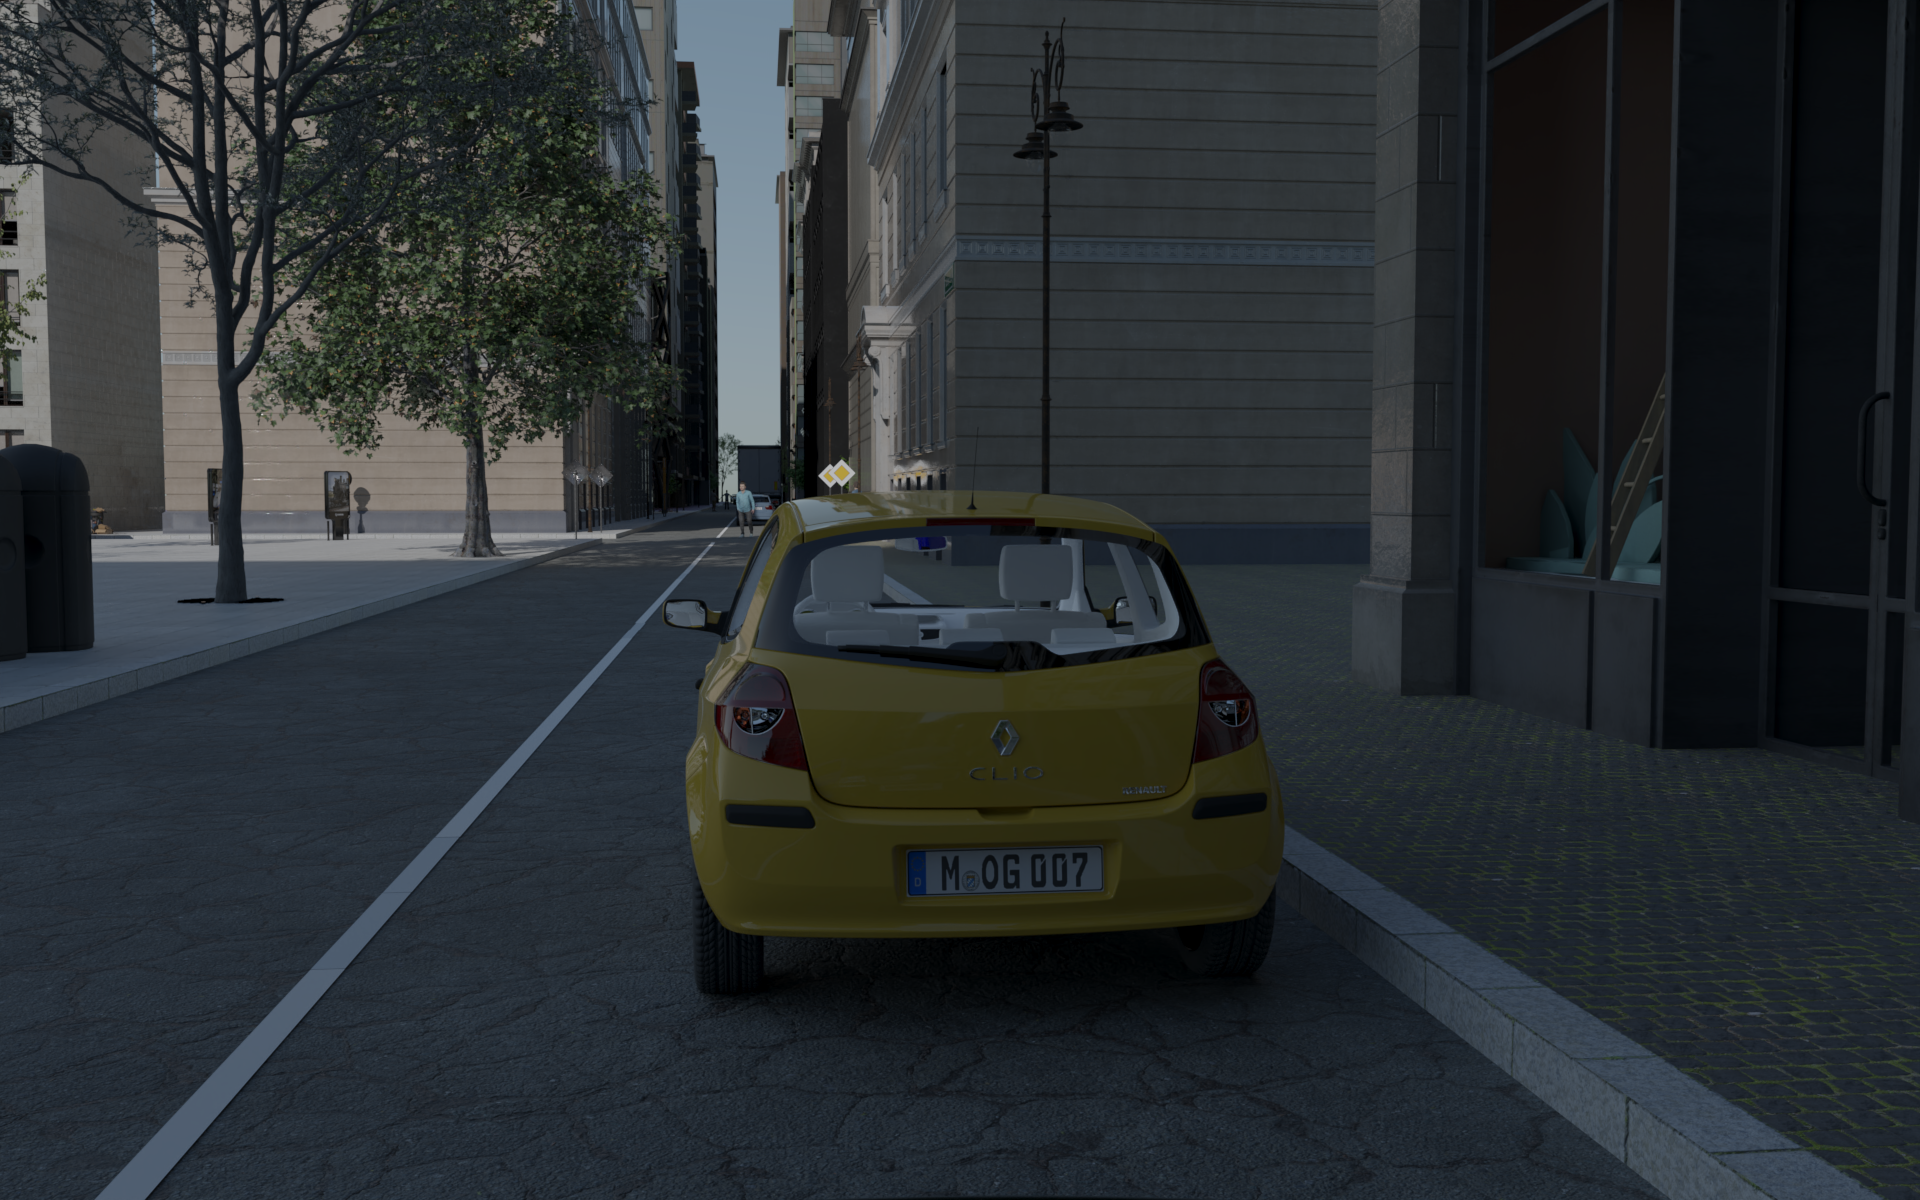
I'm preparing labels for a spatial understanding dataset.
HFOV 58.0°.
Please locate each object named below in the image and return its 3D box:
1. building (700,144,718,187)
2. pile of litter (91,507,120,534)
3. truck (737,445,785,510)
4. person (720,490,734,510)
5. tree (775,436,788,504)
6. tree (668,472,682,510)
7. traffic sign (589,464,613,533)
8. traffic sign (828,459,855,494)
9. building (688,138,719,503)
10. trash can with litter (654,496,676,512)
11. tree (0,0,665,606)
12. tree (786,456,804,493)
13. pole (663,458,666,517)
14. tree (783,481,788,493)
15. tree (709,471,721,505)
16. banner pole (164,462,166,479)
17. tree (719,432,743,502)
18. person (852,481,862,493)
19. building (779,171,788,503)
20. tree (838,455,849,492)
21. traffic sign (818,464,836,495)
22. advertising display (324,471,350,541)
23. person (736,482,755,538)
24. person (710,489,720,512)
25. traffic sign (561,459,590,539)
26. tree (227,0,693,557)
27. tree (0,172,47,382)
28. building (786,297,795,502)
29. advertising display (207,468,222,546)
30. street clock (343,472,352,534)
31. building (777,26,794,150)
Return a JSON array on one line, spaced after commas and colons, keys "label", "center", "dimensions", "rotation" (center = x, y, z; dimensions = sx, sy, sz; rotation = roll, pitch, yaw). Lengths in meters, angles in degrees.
[{"label": "building", "center": [-51.094, -41.148, 262.014], "dimensions": [28.713, 52.752, 27.495], "rotation": [0, 4, -7]}, {"label": "pile of litter", "center": [-27.531, -2.519, 55.143], "dimensions": [1.719, 0.858, 1.176], "rotation": [0, 4, 6]}, {"label": "truck", "center": [-11.999, -7.070, 104.506], "dimensions": [2.839, 4.237, 11.283], "rotation": [0, 4, -5]}, {"label": "person", "center": [-21.435, -9.221, 159.249], "dimensions": [1.348, 1.826, 0.705], "rotation": [0, 4, -2]}, {"label": "tree", "center": [-22.605, -16.608, 221.899], "dimensions": [4.737, 8.622, 4.395], "rotation": [0, 3, 0]}, {"label": "tree", "center": [-21.555, -8.234, 129.233], "dimensions": [1.663, 3.219, 1.824], "rotation": [0, 3, 0]}, {"label": "traffic sign", "center": [-11.837, -3.270, 57.106], "dimensions": [0.795, 2.450, 0.064], "rotation": [0, 4, -7]}, {"label": "traffic sign", "center": [-3.413, -2.837, 50.030], "dimensions": [0.795, 2.450, 0.064], "rotation": [0, 4, -7]}, {"label": "building", "center": [-44.327, -37.588, 238.264], "dimensions": [21.300, 48.544, 21.600], "rotation": [0, 4, -7]}, {"label": "trash can with litter", "center": [-21.541, -6.948, 124.662], "dimensions": [2.233, 1.210, 1.678], "rotation": [1, 4, 11]}, {"label": "tree", "center": [-8.468, -6.710, 20.084], "dimensions": [12.009, 13.543, 11.850], "rotation": [0, 3, 0]}, {"label": "tree", "center": [-11.992, -9.262, 135.146], "dimensions": [4.285, 4.588, 4.351], "rotation": [0, 3, 0]}, {"label": "pole", "center": [-16.644, -6.341, 97.510], "dimensions": [0.158, 3.312, 0.155], "rotation": [0, 3, 0]}, {"label": "tree", "center": [-21.337, -13.611, 217.139], "dimensions": [1.663, 3.219, 1.824], "rotation": [0, 3, 0]}, {"label": "tree", "center": [-30.606, -13.751, 208.541], "dimensions": [4.285, 4.588, 4.351], "rotation": [0, 3, 0]}, {"label": "banner pole", "center": [-44.349, -6.527, 96.739], "dimensions": [0.863, 3.779, 0.401], "rotation": [0, 4, 4]}, {"label": "tree", "center": [-39.663, -22.263, 289.748], "dimensions": [9.928, 11.665, 9.643], "rotation": [0, 3, 0]}, {"label": "person", "center": [-3.127, -2.708, 52.794], "dimensions": [0.581, 1.822, 0.654], "rotation": [-2, 4, -35]}, {"label": "building", "center": [-17.425, -35.761, 234.807], "dimensions": [14.600, 45.320, 14.200], "rotation": [0, 4, -7]}, {"label": "tree", "center": [-4.591, -4.937, 75.325], "dimensions": [1.663, 3.219, 1.824], "rotation": [0, 3, 0]}, {"label": "traffic sign", "center": [-4.342, -3.322, 57.961], "dimensions": [0.795, 2.450, 0.064], "rotation": [0, 4, -7]}, {"label": "advertising display", "center": [-17.254, -2.617, 47.997], "dimensions": [0.123, 1.923, 0.974], "rotation": [1, 4, 17]}, {"label": "person", "center": [-7.073, -2.982, 57.278], "dimensions": [0.660, 1.820, 0.620], "rotation": [1, 4, 10]}, {"label": "person", "center": [-20.077, -8.137, 141.550], "dimensions": [0.705, 1.824, 1.348], "rotation": [-3, 5, -45]}, {"label": "traffic sign", "center": [-10.908, -2.785, 49.175], "dimensions": [0.795, 2.450, 0.064], "rotation": [0, 4, -7]}, {"label": "tree", "center": [-10.031, -7.234, 35.278], "dimensions": [9.611, 12.733, 9.660], "rotation": [0, 3, 0]}, {"label": "tree", "center": [-21.257, -5.253, 36.249], "dimensions": [4.737, 8.622, 4.395], "rotation": [0, 3, 0]}, {"label": "building", "center": [-2.687, -19.756, 168.047], "dimensions": [27.650, 21.520, 28.899], "rotation": [0, 4, -7]}, {"label": "advertising display", "center": [-18.567, -2.333, 43.359], "dimensions": [0.123, 1.923, 0.974], "rotation": [0, 4, -1]}, {"label": "street clock", "center": [-19.643, -3.103, 55.305], "dimensions": [0.471, 2.002, 0.358], "rotation": [2, 4, 31]}, {"label": "building", "center": [-5.943, -37.067, 195.288], "dimensions": [28.713, 52.752, 27.495], "rotation": [0, 4, -7]}]
